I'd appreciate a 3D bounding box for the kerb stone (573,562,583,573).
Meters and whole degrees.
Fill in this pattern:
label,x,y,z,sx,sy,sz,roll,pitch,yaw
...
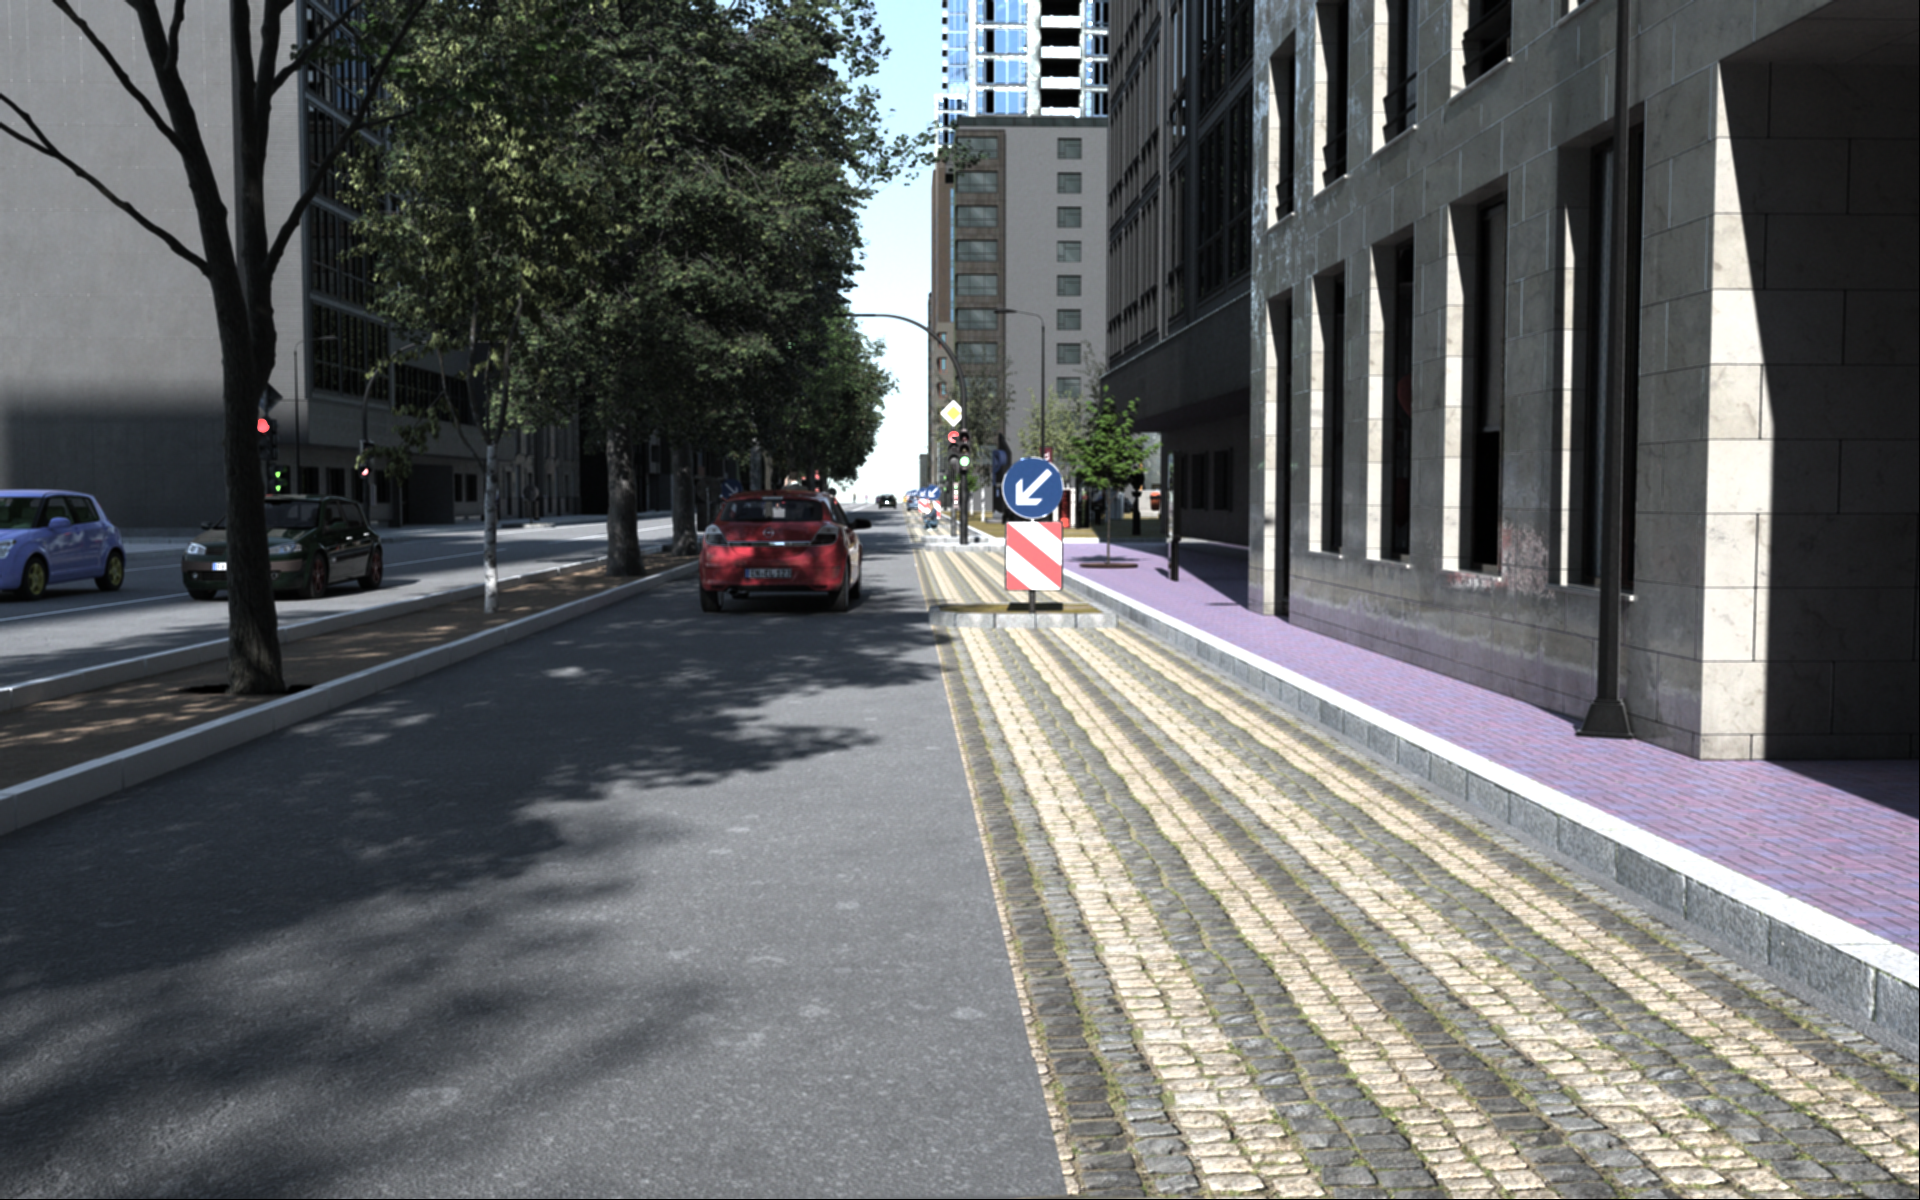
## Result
label,x,y,z,sx,sy,sz,roll,pitch,yaw
kerb stone,-7.043,-0.564,31.418,0.120,0.150,1.000,0,4,-2

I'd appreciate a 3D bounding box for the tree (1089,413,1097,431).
label,x,y,z,sx,sy,sz,roll,pitch,yaw
tree,7.670,-10.395,120.328,4.737,8.622,4.395,0,3,0

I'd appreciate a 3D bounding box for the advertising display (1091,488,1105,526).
label,x,y,z,sx,sy,sz,roll,pitch,yaw
advertising display,5.656,-4.025,71.021,0.123,1.923,0.974,-2,4,-26

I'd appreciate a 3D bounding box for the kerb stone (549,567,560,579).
label,x,y,z,sx,sy,sz,roll,pitch,yaw
kerb stone,-6.978,-0.437,29.371,0.120,0.150,1.000,0,4,-2

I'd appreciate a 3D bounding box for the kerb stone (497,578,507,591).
label,x,y,z,sx,sy,sz,roll,pitch,yaw
kerb stone,-6.821,-0.189,25.278,0.120,0.150,1.000,0,4,-2

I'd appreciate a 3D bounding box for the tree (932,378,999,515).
label,x,y,z,sx,sy,sz,roll,pitch,yaw
tree,0.496,-9.620,107.651,4.737,8.622,4.395,0,3,0

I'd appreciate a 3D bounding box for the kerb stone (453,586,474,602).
label,x,y,z,sx,sy,sz,roll,pitch,yaw
kerb stone,-6.744,-0.061,23.235,0.120,0.150,1.000,0,4,-2

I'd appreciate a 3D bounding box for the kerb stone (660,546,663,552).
label,x,y,z,sx,sy,sz,roll,pitch,yaw
kerb stone,-7.434,-1.253,42.685,0.120,0.150,1.000,0,4,-2

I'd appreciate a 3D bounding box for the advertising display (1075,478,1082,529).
label,x,y,z,sx,sy,sz,roll,pitch,yaw
advertising display,4.393,-3.594,63.982,0.123,1.923,0.974,1,4,12

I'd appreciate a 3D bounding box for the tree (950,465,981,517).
label,x,y,z,sx,sy,sz,roll,pitch,yaw
tree,0.116,-6.417,99.525,1.663,3.219,1.824,0,3,0

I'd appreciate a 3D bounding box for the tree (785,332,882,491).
label,x,y,z,sx,sy,sz,roll,pitch,yaw
tree,-8.294,-10.863,98.188,7.486,12.596,7.792,0,3,0

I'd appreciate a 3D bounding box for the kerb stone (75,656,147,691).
label,x,y,z,sx,sy,sz,roll,pitch,yaw
kerb stone,-6.396,0.565,12.989,0.120,0.150,1.000,0,4,-2

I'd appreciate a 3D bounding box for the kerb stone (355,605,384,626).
label,x,y,z,sx,sy,sz,roll,pitch,yaw
kerb stone,-6.608,0.188,19.141,0.120,0.150,1.000,0,4,-2

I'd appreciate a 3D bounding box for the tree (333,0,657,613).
label,x,y,z,sx,sy,sz,roll,pitch,yaw
tree,-5.664,-4.154,20.738,4.737,8.622,4.395,0,3,0

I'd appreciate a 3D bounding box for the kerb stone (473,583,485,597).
label,x,y,z,sx,sy,sz,roll,pitch,yaw
kerb stone,-6.791,-0.123,24.256,0.120,0.150,1.000,0,4,-2

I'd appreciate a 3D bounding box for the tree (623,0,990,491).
label,x,y,z,sx,sy,sz,roll,pitch,yaw
tree,-5.721,-12.197,57.767,12.611,20.169,13.585,0,3,0

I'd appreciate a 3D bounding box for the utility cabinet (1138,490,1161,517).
label,x,y,z,sx,sy,sz,roll,pitch,yaw
utility cabinet,10.242,-5.237,94.311,0.318,1.500,1.173,-3,5,-41

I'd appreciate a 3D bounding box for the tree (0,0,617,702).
label,x,y,z,sx,sy,sz,roll,pitch,yaw
tree,-5.177,-5.138,12.226,9.928,11.665,9.643,0,3,0

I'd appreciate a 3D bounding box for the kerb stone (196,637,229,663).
label,x,y,z,sx,sy,sz,roll,pitch,yaw
kerb stone,-6.465,0.437,15.044,0.120,0.150,1.000,0,4,-2

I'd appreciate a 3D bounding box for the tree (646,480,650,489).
label,x,y,z,sx,sy,sz,roll,pitch,yaw
tree,-23.298,-7.947,124.537,1.663,3.219,1.824,0,3,0

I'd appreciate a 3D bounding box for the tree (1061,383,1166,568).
label,x,y,z,sx,sy,sz,roll,pitch,yaw
tree,2.565,-2.194,30.476,1.663,3.219,1.824,0,3,0

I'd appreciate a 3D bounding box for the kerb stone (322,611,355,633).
label,x,y,z,sx,sy,sz,roll,pitch,yaw
kerb stone,-6.571,0.249,18.120,0.120,0.150,1.000,0,4,-2

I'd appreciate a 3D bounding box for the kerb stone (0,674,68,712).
label,x,y,z,sx,sy,sz,roll,pitch,yaw
kerb stone,-6.352,0.632,11.960,0.120,0.150,1.000,0,4,-2

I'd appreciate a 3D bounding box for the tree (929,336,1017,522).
label,x,y,z,sx,sy,sz,roll,pitch,yaw
tree,0.859,-7.915,79.773,4.360,8.622,3.978,0,3,0

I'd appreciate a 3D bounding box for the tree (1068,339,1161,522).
label,x,y,z,sx,sy,sz,roll,pitch,yaw
tree,6.758,-7.833,78.436,4.360,8.622,3.978,0,3,0

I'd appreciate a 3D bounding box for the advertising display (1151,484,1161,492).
label,x,y,z,sx,sy,sz,roll,pitch,yaw
advertising display,12.623,-6.476,111.092,0.123,1.923,0.974,-2,4,-32

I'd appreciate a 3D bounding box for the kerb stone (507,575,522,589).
label,x,y,z,sx,sy,sz,roll,pitch,yaw
kerb stone,-6.866,-0.251,26.300,0.120,0.150,1.000,0,4,-2

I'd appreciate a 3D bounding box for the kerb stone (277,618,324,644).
label,x,y,z,sx,sy,sz,roll,pitch,yaw
kerb stone,-6.528,0.318,17.094,0.120,0.150,1.000,0,4,-2

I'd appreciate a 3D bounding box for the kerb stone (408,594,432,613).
label,x,y,z,sx,sy,sz,roll,pitch,yaw
kerb stone,-6.683,0.067,21.185,0.120,0.150,1.000,0,4,-2

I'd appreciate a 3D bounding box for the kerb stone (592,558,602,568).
label,x,y,z,sx,sy,sz,roll,pitch,yaw
kerb stone,-7.119,-0.689,33.466,0.120,0.150,1.000,0,4,-2

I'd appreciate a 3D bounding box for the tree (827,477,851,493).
label,x,y,z,sx,sy,sz,roll,pitch,yaw
tree,-9.507,-10.539,125.128,4.360,8.622,3.978,0,3,0

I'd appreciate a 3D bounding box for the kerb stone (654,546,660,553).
label,x,y,z,sx,sy,sz,roll,pitch,yaw
kerb stone,-7.412,-1.191,41.663,0.120,0.150,1.000,0,4,-2

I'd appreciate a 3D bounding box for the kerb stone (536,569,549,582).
label,x,y,z,sx,sy,sz,roll,pitch,yaw
kerb stone,-6.932,-0.376,28.349,0.120,0.150,1.000,0,4,-2

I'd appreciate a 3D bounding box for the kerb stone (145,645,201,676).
label,x,y,z,sx,sy,sz,roll,pitch,yaw
kerb stone,-6.427,0.500,14.023,0.120,0.150,1.000,0,4,-2

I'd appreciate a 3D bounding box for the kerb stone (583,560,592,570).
label,x,y,z,sx,sy,sz,roll,pitch,yaw
kerb stone,-7.081,-0.627,32.440,0.120,0.150,1.000,0,4,-2

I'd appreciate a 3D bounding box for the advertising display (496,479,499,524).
label,x,y,z,sx,sy,sz,roll,pitch,yaw
advertising display,-19.798,-4.190,73.716,0.123,1.923,0.974,0,4,-1

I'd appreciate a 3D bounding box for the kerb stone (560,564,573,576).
label,x,y,z,sx,sy,sz,roll,pitch,yaw
kerb stone,-6.999,-0.501,30.393,0.120,0.150,1.000,0,4,-2

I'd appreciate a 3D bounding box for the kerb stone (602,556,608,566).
label,x,y,z,sx,sy,sz,roll,pitch,yaw
kerb stone,-7.148,-0.753,34.499,0.120,0.150,1.000,0,4,-2

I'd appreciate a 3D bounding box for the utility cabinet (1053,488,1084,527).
label,x,y,z,sx,sy,sz,roll,pitch,yaw
utility cabinet,4.113,-3.494,65.799,1.173,1.500,0.318,0,4,2

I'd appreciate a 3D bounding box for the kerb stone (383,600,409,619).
label,x,y,z,sx,sy,sz,roll,pitch,yaw
kerb stone,-6.646,0.125,20.163,0.120,0.150,1.000,0,4,-2

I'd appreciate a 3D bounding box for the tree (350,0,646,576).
label,x,y,z,sx,sy,sz,roll,pitch,yaw
tree,-5.847,-7.382,29.808,9.857,13.997,8.962,0,3,0

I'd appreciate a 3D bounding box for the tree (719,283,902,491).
label,x,y,z,sx,sy,sz,roll,pitch,yaw
tree,-7.803,-10.404,89.563,9.611,12.733,9.660,0,3,0

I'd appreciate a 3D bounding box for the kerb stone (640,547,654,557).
label,x,y,z,sx,sy,sz,roll,pitch,yaw
kerb stone,-7.372,-1.124,40.642,0.120,0.150,1.000,0,4,-2

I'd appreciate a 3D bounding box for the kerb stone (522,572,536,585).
label,x,y,z,sx,sy,sz,roll,pitch,yaw
kerb stone,-6.898,-0.314,27.328,0.120,0.150,1.000,0,4,-2

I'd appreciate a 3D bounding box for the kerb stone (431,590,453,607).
label,x,y,z,sx,sy,sz,roll,pitch,yaw
kerb stone,-6.718,0.000,22.206,0.120,0.150,1.000,0,4,-2

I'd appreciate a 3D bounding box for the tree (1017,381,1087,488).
label,x,y,z,sx,sy,sz,roll,pitch,yaw
tree,5.484,-10.012,114.052,4.737,8.622,4.395,0,3,0

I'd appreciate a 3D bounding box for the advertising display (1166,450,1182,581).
label,x,y,z,sx,sy,sz,roll,pitch,yaw
advertising display,3.193,-1.264,25.888,0.123,1.923,0.974,0,4,1
